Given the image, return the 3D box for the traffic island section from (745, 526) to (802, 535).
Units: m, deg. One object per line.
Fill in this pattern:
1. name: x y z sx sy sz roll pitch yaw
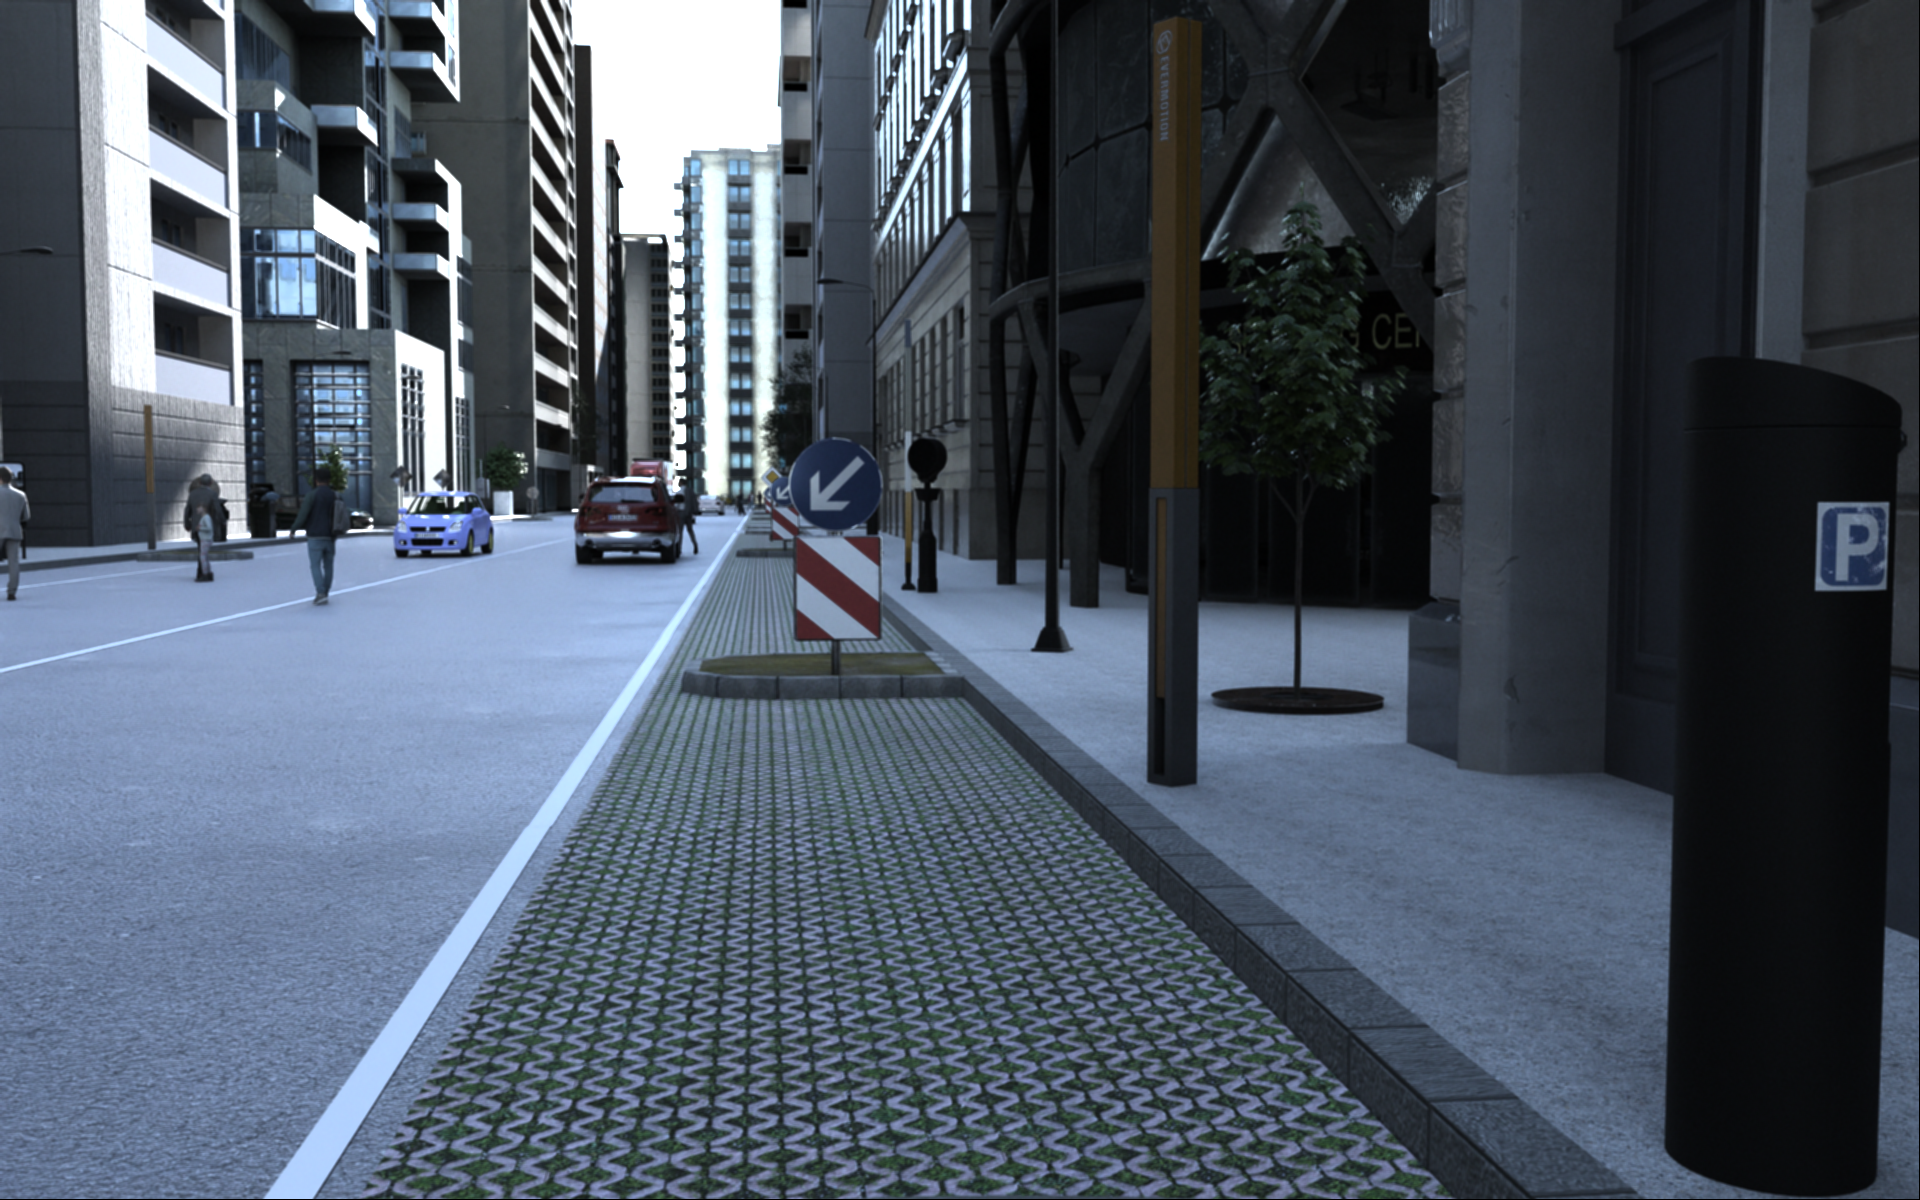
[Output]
1. traffic island section: -6.685 -2.433 62.060 2.009 0.180 2.903 0 4 -7

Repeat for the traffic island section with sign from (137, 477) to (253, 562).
1. traffic island section with sign: -16.604 -1.784 37.792 1.989 1.847 2.006 0 4 -7

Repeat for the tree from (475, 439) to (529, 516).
1. tree: -27.474 -7.361 104.058 4.285 4.588 4.351 0 3 0

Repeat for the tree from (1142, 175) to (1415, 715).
1. tree: 2.164 -0.976 10.561 1.663 3.219 1.824 0 3 0

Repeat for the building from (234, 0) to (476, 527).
1. building: -34.887 -46.901 79.508 22.319 86.520 31.000 0 4 -7

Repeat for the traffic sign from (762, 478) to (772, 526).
1. traffic sign: -7.616 -4.053 69.914 0.795 2.450 0.064 0 4 -7

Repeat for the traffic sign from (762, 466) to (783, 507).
1. traffic sign: -6.707 -3.568 61.980 0.795 2.450 0.064 0 4 -7

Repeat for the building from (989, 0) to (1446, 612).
1. building: 8.686 -9.574 23.992 16.820 18.784 16.811 0 4 -7

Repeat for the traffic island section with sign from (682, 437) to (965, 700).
1. traffic island section with sign: -1.062 -0.264 12.946 1.989 1.847 2.006 0 4 -7

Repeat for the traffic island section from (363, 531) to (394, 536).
1. traffic island section: -19.543 -2.344 60.598 2.009 0.180 2.903 0 4 -7

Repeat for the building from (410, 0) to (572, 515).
1. building: -38.009 -30.035 114.770 21.300 48.544 21.600 0 4 -7

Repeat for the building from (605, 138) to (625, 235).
1. building: -53.067 -33.675 205.202 28.867 44.769 22.147 0 4 -7

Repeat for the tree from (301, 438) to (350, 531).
1. tree: -21.568 -3.984 59.743 1.663 3.219 1.824 0 3 0

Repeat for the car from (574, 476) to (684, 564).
1. car: -7.100 -1.750 37.278 2.281 1.827 5.304 0 4 -7

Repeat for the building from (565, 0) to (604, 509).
1. building: -42.352 -43.620 151.439 20.563 71.187 20.611 0 4 -7

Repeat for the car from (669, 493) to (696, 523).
1. car: -13.693 -4.540 83.269 2.155 1.783 4.494 0 4 -5

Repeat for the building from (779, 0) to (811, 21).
1. building: 0.496 -32.846 126.273 28.713 52.752 27.495 0 4 -7

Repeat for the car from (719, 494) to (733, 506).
1. car: -29.000 -12.457 213.887 2.015 1.641 3.980 0 4 -6

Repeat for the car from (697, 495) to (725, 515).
1. car: -17.037 -6.454 117.887 2.083 1.381 4.827 0 4 -5

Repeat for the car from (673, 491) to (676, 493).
1. car: -33.084 -11.864 202.649 2.281 1.827 5.304 0 4 -6

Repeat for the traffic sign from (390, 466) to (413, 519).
1. traffic sign: -19.520 -3.480 60.539 0.795 2.450 0.064 0 4 -7

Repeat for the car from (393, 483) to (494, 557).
1. car: -12.070 -1.894 40.550 1.945 1.707 3.694 0 4 -5

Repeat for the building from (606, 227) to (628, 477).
1. building: -43.214 -25.266 184.795 14.160 30.474 14.107 0 4 -7

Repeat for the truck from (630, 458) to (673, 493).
1. truck: -24.600 -9.124 138.088 2.839 4.237 11.283 0 4 -5

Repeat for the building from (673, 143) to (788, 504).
1. building: -23.816 -37.890 239.115 30.456 49.044 23.786 0 4 -7

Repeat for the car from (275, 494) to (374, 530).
1. car: -23.805 -3.297 63.698 4.222 1.686 2.009 0 4 -7

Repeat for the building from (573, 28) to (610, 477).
1. building: -42.218 -31.781 169.730 14.600 45.320 14.200 0 4 -7

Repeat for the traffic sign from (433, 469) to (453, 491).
1. traffic sign: -20.429 -3.965 68.473 0.795 2.450 0.064 0 4 -7

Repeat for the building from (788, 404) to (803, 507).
1. building: -5.873 -33.254 167.402 21.300 48.544 21.600 0 4 -7

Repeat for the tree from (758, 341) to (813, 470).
1. tree: -9.155 -10.531 106.590 7.601 10.594 8.767 -3 5 -42

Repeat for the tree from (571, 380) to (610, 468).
1. tree: -30.834 -12.079 131.901 8.767 10.594 7.601 0 4 -8

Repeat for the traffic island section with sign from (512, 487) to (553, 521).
1. traffic island section with sign: -22.933 -5.161 93.012 1.989 1.847 2.006 0 4 -7

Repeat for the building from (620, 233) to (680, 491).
1. building: -51.679 -33.544 240.332 23.993 40.220 32.217 0 4 -7

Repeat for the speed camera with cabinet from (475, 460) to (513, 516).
1. speed camera with cabinet: -26.895 -6.460 99.964 2.038 3.252 0.660 0 4 4

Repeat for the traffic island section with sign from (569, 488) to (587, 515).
1. traffic island section with sign: -26.056 -6.831 120.315 1.989 1.847 2.006 0 4 -7

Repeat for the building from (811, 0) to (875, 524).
1. building: 7.555 -32.848 79.064 28.212 58.520 21.231 0 4 -7
